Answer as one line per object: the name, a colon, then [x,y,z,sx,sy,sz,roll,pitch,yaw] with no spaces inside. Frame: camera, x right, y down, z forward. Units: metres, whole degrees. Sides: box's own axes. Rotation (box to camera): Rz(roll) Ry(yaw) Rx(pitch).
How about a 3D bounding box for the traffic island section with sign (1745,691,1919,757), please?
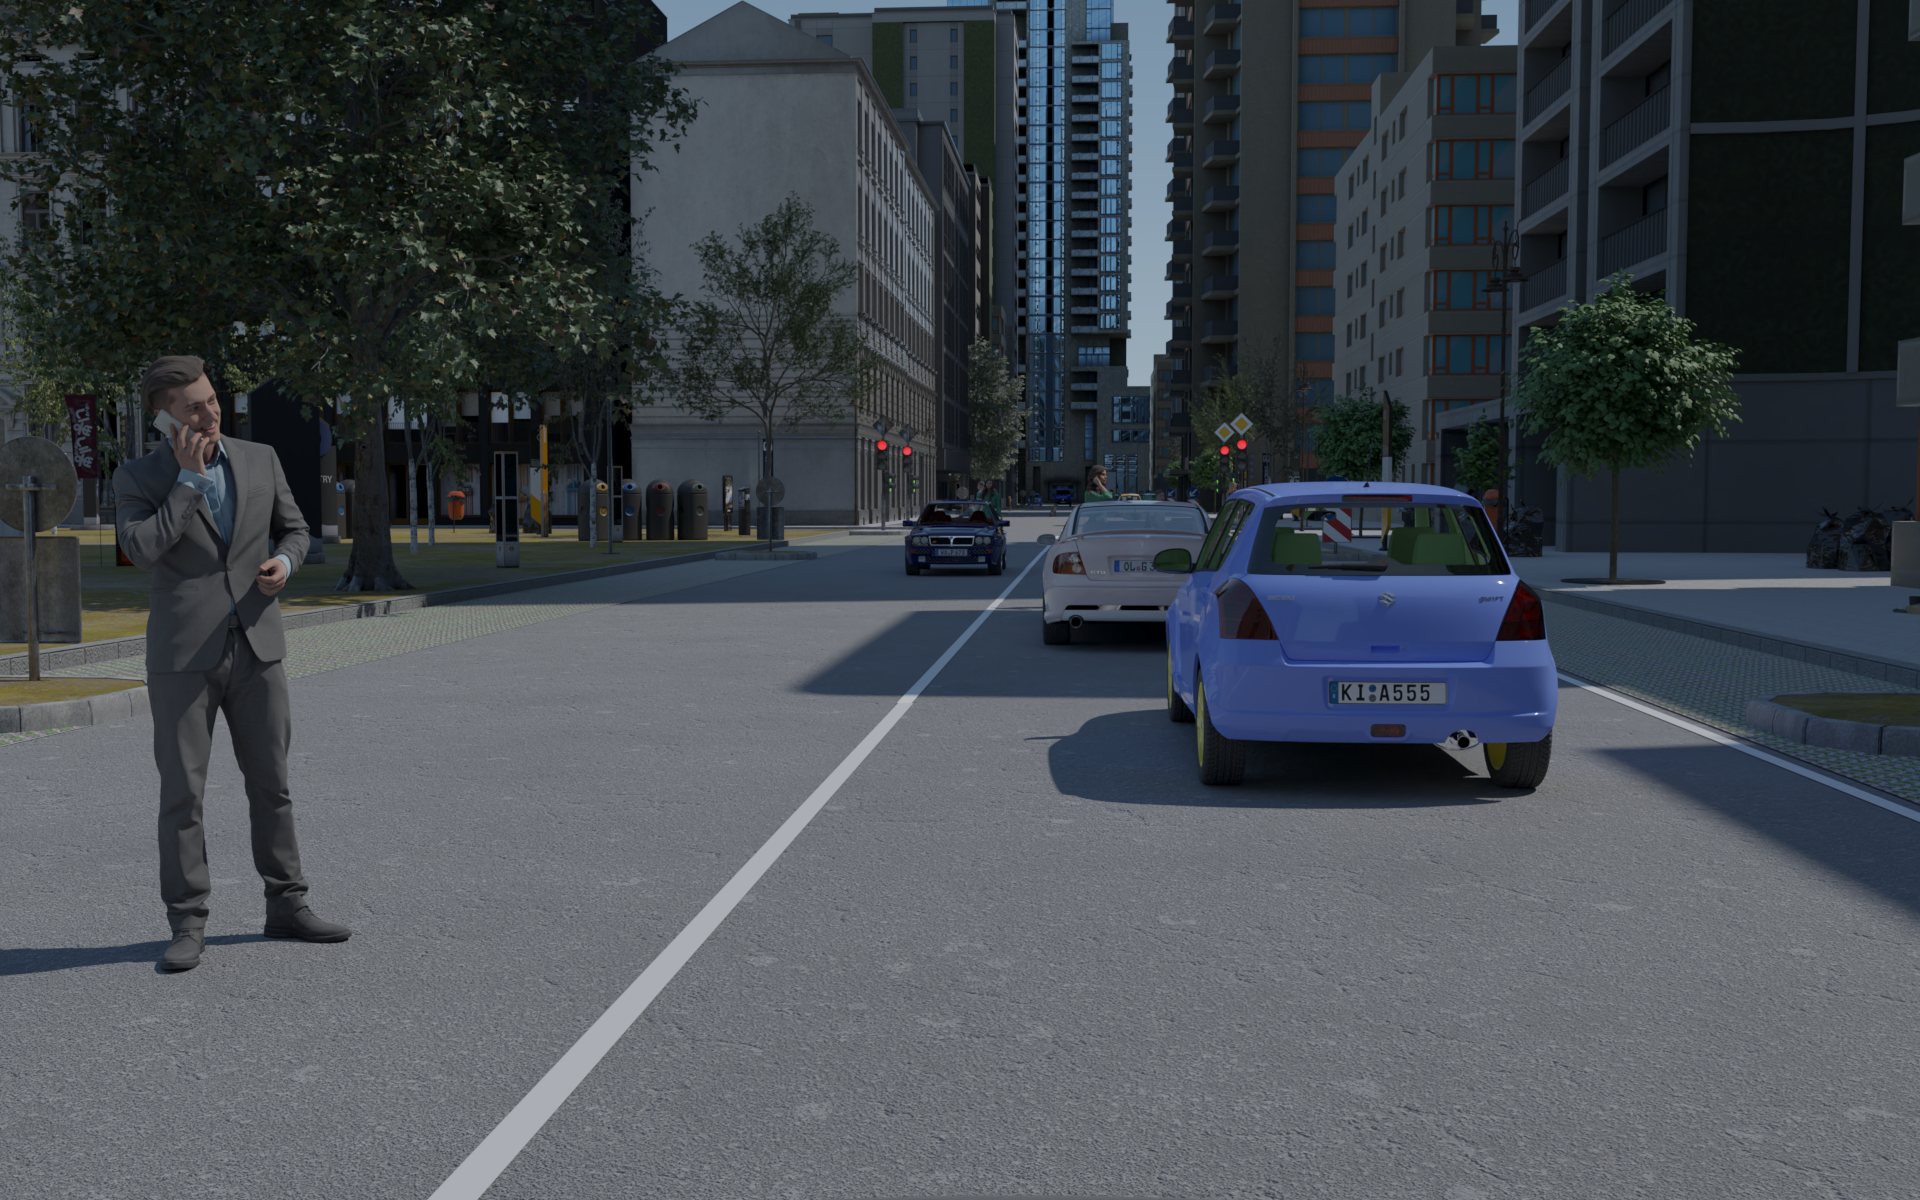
traffic island section with sign: [5.822,-0.094,10.173,1.989,1.847,2.006,0,4,4]

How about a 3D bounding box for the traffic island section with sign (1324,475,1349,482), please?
traffic island section with sign: [7.983,-1.778,37.692,1.989,1.847,2.006,0,4,4]

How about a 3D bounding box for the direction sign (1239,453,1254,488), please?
direction sign: [15.657,-6.257,94.303,0.876,3.537,0.379,-3,4,-37]

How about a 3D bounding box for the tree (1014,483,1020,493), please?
tree: [5.842,-12.455,198.235,1.663,3.219,1.824,0,3,0]

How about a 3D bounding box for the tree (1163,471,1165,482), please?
tree: [18.765,-9.901,145.600,4.285,4.588,4.351,0,3,0]

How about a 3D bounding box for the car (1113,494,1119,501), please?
car: [12.210,-7.790,139.366,2.014,1.417,4.499,0,4,6]

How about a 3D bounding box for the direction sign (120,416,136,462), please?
direction sign: [-24.113,-3.563,50.250,0.876,3.537,0.379,3,5,39]

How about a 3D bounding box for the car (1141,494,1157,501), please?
car: [17.152,-9.057,156.876,1.959,1.807,4.718,0,4,3]

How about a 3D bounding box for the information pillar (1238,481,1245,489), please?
information pillar: [16.231,-5.826,99.750,0.304,2.012,0.304,2,4,25]

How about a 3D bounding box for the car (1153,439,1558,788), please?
car: [2.083,-0.011,9.776,1.945,1.707,3.694,0,4,3]

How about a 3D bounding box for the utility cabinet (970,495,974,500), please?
utility cabinet: [0.910,-7.604,135.493,0.306,1.237,1.020,0,4,6]

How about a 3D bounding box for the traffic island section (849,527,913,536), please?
traffic island section: [-2.718,-2.366,60.965,2.009,0.180,2.903,0,4,4]

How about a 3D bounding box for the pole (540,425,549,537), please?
pole: [-12.299,-3.509,51.210,0.158,3.312,0.155,0,3,0]

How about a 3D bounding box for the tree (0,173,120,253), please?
tree: [-17.460,-5.212,35.578,4.737,8.622,4.395,0,3,0]

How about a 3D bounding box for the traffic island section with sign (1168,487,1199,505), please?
traffic island section with sign: [12.328,-5.141,92.687,1.989,1.847,2.006,0,4,4]

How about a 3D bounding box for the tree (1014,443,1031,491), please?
tree: [5.672,-14.739,191.347,4.360,8.622,3.978,0,3,0]

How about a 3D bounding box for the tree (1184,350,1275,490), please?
tree: [13.778,-8.418,88.004,4.737,8.622,4.395,0,3,0]

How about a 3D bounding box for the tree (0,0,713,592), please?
tree: [-8.000,-6.480,22.955,9.611,12.733,9.660,0,3,0]

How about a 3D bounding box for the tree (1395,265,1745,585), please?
tree: [9.405,-2.528,25.045,4.285,4.588,4.351,0,3,0]

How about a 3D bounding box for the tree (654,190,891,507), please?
tree: [-5.597,-7.223,52.505,7.601,10.594,8.767,-2,4,-24]

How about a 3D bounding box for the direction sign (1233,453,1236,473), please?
direction sign: [15.549,-6.385,96.392,0.876,3.537,0.379,3,5,41]

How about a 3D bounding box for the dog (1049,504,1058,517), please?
dog: [5.744,-5.629,108.870,0.800,0.831,0.513,0,4,7]

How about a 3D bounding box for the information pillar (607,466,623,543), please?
information pillar: [-9.106,-2.523,45.747,0.304,2.012,0.304,-2,4,-35]

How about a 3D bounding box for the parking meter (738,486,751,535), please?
parking meter: [-6.728,-2.790,54.032,0.372,1.533,0.369,0,3,0]

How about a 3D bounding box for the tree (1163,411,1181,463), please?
tree: [19.377,-12.235,150.403,4.360,8.622,3.978,0,3,0]

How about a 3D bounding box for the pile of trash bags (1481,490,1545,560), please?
pile of trash bags: [10.942,-1.568,35.383,1.912,1.369,3.447,1,4,17]

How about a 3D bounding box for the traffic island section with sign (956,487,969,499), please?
traffic island section with sign: [0.182,-5.192,93.516,1.989,1.847,2.006,0,4,4]

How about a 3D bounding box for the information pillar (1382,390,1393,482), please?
information pillar: [9.592,-2.909,38.914,0.183,3.616,0.504,0,4,-2]

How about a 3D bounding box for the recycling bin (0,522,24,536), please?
recycling bin: [-20.967,-1.573,38.276,0.722,1.027,0.722,0,4,-4]

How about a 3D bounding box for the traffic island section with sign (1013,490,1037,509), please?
traffic island section with sign: [6.260,-9.907,170.615,1.989,1.847,2.006,0,4,4]

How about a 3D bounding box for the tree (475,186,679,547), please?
tree: [-8.816,-5.587,41.705,4.360,8.622,3.978,0,3,0]

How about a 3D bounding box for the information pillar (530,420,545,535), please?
information pillar: [-13.285,-3.869,54.611,0.504,3.616,0.183,0,4,-6]

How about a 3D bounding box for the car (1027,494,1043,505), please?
car: [9.022,-12.179,208.720,1.945,1.707,3.694,0,4,4]

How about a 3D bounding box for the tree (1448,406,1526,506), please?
tree: [11.664,-2.673,38.302,1.663,3.219,1.824,0,3,0]

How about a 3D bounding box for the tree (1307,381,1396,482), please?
tree: [11.667,-4.086,50.514,4.285,4.588,4.351,0,3,0]

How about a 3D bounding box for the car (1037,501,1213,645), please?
car: [1.810,-0.332,17.792,2.083,1.381,4.827,0,4,4]

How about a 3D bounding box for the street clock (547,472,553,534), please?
street clock: [-13.225,-3.123,55.631,0.358,2.002,0.471,-1,4,-17]

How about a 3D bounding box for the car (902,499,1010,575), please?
car: [-0.041,-1.174,31.777,1.945,1.354,3.894,0,4,3]

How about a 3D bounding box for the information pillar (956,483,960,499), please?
information pillar: [-0.135,-6.585,112.159,0.304,2.012,0.304,0,4,-2]

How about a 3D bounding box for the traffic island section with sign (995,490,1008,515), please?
traffic island section with sign: [2.349,-6.876,121.053,1.989,1.847,2.006,0,4,4]

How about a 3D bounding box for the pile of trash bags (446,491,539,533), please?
pile of trash bags: [-15.202,-2.890,57.012,3.447,1.369,1.912,0,4,2]

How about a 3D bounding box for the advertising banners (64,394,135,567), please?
advertising banners: [-14.751,-2.117,30.794,2.074,3.025,0.090,-3,4,-38]

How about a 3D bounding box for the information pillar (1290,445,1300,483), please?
information pillar: [15.773,-5.517,81.549,0.504,3.616,0.183,1,4,22]

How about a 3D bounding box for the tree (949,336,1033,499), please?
tree: [0.627,-14.183,138.550,9.857,13.997,8.962,0,3,0]

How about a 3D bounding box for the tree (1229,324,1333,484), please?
tree: [13.697,-7.633,75.155,4.360,8.622,3.978,0,3,0]

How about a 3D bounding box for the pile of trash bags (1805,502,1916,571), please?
pile of trash bags: [16.306,-1.193,29.264,3.447,1.369,1.912,1,4,9]

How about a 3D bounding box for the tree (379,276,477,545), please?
tree: [-13.263,-5.656,42.842,4.360,8.622,3.978,0,3,0]

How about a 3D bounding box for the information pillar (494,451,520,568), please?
information pillar: [-7.863,-1.564,30.058,0.304,2.012,0.304,-3,5,-43]

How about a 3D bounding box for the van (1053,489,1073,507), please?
van: [11.574,-11.619,194.351,2.240,2.365,5.245,0,4,4]

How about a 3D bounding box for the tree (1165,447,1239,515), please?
tree: [16.141,-7.668,109.083,4.285,4.588,4.351,0,3,0]

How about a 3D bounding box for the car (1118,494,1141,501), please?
car: [10.518,-5.950,107.505,2.015,1.641,3.980,0,4,4]

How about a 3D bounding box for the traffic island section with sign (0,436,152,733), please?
traffic island section with sign: [-6.313,-0.153,11.137,1.989,1.847,2.006,0,4,4]

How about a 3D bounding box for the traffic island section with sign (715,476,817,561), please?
traffic island section with sign: [-4.197,-1.797,38.009,1.989,1.847,2.006,0,4,4]

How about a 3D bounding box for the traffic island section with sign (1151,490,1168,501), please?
traffic island section with sign: [14.476,-6.809,119.956,1.989,1.847,2.006,0,4,4]

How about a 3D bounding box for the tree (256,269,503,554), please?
tree: [-11.512,-5.299,37.005,4.737,8.622,4.395,0,3,0]
